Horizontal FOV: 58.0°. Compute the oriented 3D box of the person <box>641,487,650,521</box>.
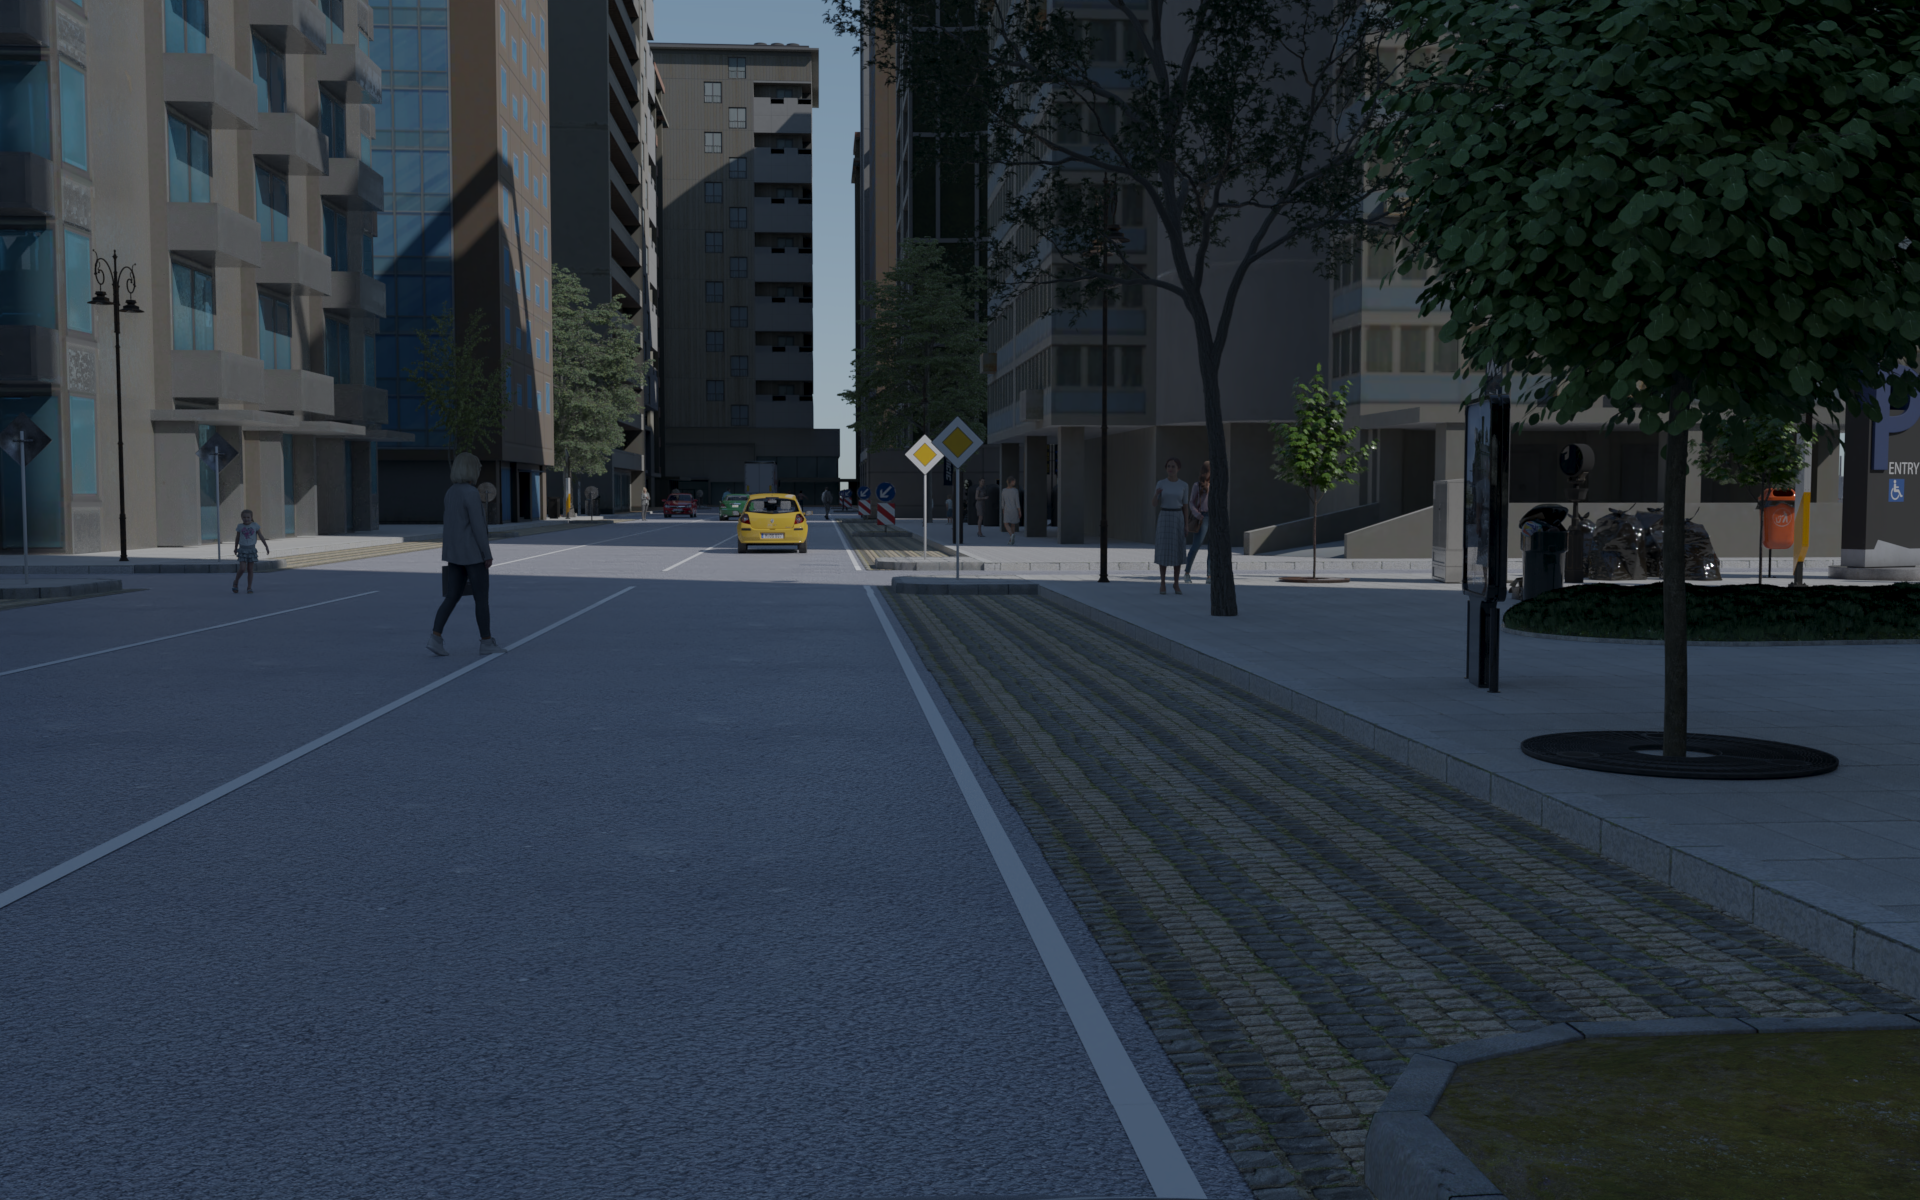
[{"bbox_3d":[-16.818,-5.140,92.723,0.537,1.800,0.526,-2,4,-34],"label":"person"}]

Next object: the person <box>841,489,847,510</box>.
[{"bbox_3d":[-9.621,-8.252,143.290,0.709,1.838,0.599,1,4,23],"label":"person"}]

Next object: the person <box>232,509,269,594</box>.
[{"bbox_3d":[-10.257,-0.704,25.030,0.505,1.210,0.382,-2,4,-26],"label":"person"}]

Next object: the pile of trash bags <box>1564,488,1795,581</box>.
[{"bbox_3d":[10.983,-1.016,26.358,3.447,1.369,1.912,0,4,4],"label":"pile of trash bags"}]

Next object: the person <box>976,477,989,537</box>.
[{"bbox_3d":[0.660,-2.788,51.975,0.374,1.781,0.599,1,4,21],"label":"person"}]

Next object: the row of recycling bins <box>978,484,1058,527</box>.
[{"bbox_3d":[2.657,-3.749,68.416,3.534,1.692,1.069,1,4,10],"label":"row of recycling bins"}]

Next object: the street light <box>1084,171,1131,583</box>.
[{"bbox_3d":[2.088,-3.193,24.994,0.468,5.910,1.993,0,4,-5],"label":"street light"}]

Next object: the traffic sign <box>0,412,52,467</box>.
[{"bbox_3d":[-13.366,-1.378,24.724,0.795,2.593,0.064,0,4,-5],"label":"traffic sign"}]

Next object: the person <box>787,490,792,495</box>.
[{"bbox_3d":[-16.223,-9.545,164.657,1.348,1.812,0.705,-2,4,-28],"label":"person"}]

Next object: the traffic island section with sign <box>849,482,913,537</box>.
[{"bbox_3d":[-2.636,-3.041,58.348,1.989,1.847,2.006,0,4,-5],"label":"traffic island section with sign"}]

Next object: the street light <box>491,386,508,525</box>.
[{"bbox_3d":[-19.359,-6.123,72.901,0.468,5.910,1.993,0,4,-5],"label":"street light"}]

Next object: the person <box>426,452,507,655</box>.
[{"bbox_3d":[-4.455,-0.413,15.443,0.728,1.800,0.709,-3,5,-44],"label":"person"}]

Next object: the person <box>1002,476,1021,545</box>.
[{"bbox_3d":[1.304,-2.245,43.500,0.466,1.731,0.760,-1,4,-16],"label":"person"}]

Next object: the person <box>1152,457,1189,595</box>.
[{"bbox_3d":[2.691,-0.947,22.095,0.480,1.755,0.524,0,4,-3],"label":"person"}]

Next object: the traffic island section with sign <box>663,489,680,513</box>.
[{"bbox_3d":[-21.982,-7.687,134.312,1.989,1.847,2.006,0,4,-5],"label":"traffic island section with sign"}]

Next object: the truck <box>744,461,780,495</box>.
[{"bbox_3d":[-17.349,-9.971,151.944,2.839,4.237,11.283,0,4,-4],"label":"truck"}]

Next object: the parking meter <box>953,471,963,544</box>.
[{"bbox_3d":[-0.056,-2.383,44.681,0.255,1.863,0.399,0,4,-4],"label":"parking meter"}]

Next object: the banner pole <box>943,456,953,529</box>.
[{"bbox_3d":[-0.291,-4.458,62.908,0.863,3.779,0.401,-3,4,-39],"label":"banner pole"}]

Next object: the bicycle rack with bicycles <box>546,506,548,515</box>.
[{"bbox_3d":[-26.003,-5.427,102.118,2.925,0.926,2.852,0,4,4],"label":"bicycle rack with bicycles"}]

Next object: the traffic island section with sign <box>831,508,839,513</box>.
[{"bbox_3d":[-8.893,-7.745,135.251,1.989,1.847,2.006,0,4,-5],"label":"traffic island section with sign"}]

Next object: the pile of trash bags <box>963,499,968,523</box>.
[{"bbox_3d":[0.939,-4.211,78.610,1.912,1.369,3.447,1,4,15],"label":"pile of trash bags"}]

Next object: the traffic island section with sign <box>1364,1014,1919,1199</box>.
[{"bbox_3d":[1.862,0.333,3.188,1.989,1.847,2.006,0,4,-5],"label":"traffic island section with sign"}]

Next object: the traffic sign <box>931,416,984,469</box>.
[{"bbox_3d":[-0.014,-1.443,25.787,0.795,2.593,0.064,0,4,-5],"label":"traffic sign"}]

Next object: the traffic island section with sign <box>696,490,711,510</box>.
[{"bbox_3d":[-24.177,-9.335,161.254,1.989,1.847,2.006,0,4,-5],"label":"traffic island section with sign"}]

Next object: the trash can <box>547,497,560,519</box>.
[{"bbox_3d":[-21.056,-4.778,89.776,0.748,1.137,0.748,0,3,0],"label":"trash can"}]

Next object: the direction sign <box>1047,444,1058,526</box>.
[{"bbox_3d":[3.699,-4.747,69.606,0.876,3.537,0.379,0,4,0],"label":"direction sign"}]

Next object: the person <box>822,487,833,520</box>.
[{"bbox_3d":[-7.415,-5.401,96.913,0.679,1.850,0.850,1,4,19],"label":"person"}]

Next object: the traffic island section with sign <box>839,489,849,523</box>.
[{"bbox_3d":[-4.849,-4.703,85.530,1.989,1.847,2.006,0,4,-5],"label":"traffic island section with sign"}]

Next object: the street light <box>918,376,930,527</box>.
[{"bbox_3d":[-1.403,-5.834,68.176,0.468,5.910,1.993,0,4,-5],"label":"street light"}]

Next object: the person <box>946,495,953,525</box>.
[{"bbox_3d":[-0.463,-3.798,72.829,0.332,1.250,0.352,0,4,-2],"label":"person"}]

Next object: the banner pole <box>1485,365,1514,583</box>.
[{"bbox_3d":[7.832,-2.151,25.191,0.401,3.779,0.863,-1,4,-14],"label":"banner pole"}]

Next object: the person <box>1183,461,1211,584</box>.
[{"bbox_3d":[3.477,-1.113,24.833,0.593,1.750,0.643,-1,4,-15],"label":"person"}]

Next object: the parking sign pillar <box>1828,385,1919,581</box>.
[{"bbox_3d":[13.958,-2.303,26.128,1.447,3.967,1.447,-2,4,-26],"label":"parking sign pillar"}]

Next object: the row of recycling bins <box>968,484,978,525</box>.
[{"bbox_3d":[1.520,-4.016,72.780,1.069,1.692,3.534,2,4,33],"label":"row of recycling bins"}]

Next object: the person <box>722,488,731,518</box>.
[{"bbox_3d":[-13.882,-5.775,102.943,0.660,1.820,0.620,1,4,19],"label":"person"}]

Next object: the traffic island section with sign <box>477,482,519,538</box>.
[{"bbox_3d":[-15.694,-2.977,57.299,1.989,1.847,2.006,0,4,-5],"label":"traffic island section with sign"}]

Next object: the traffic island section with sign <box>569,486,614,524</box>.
[{"bbox_3d":[-17.901,-4.623,84.208,1.989,1.847,2.006,0,4,-5],"label":"traffic island section with sign"}]

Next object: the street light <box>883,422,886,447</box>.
[{"bbox_3d":[-4.784,-8.296,108.422,0.468,5.910,1.993,0,4,-5],"label":"street light"}]

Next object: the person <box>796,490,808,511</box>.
[{"bbox_3d":[-13.155,-8.230,143.772,1.217,1.736,0.721,1,4,19],"label":"person"}]

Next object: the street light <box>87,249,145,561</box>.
[{"bbox_3d":[-15.975,-3.677,32.912,0.468,5.910,1.993,0,4,-5],"label":"street light"}]
